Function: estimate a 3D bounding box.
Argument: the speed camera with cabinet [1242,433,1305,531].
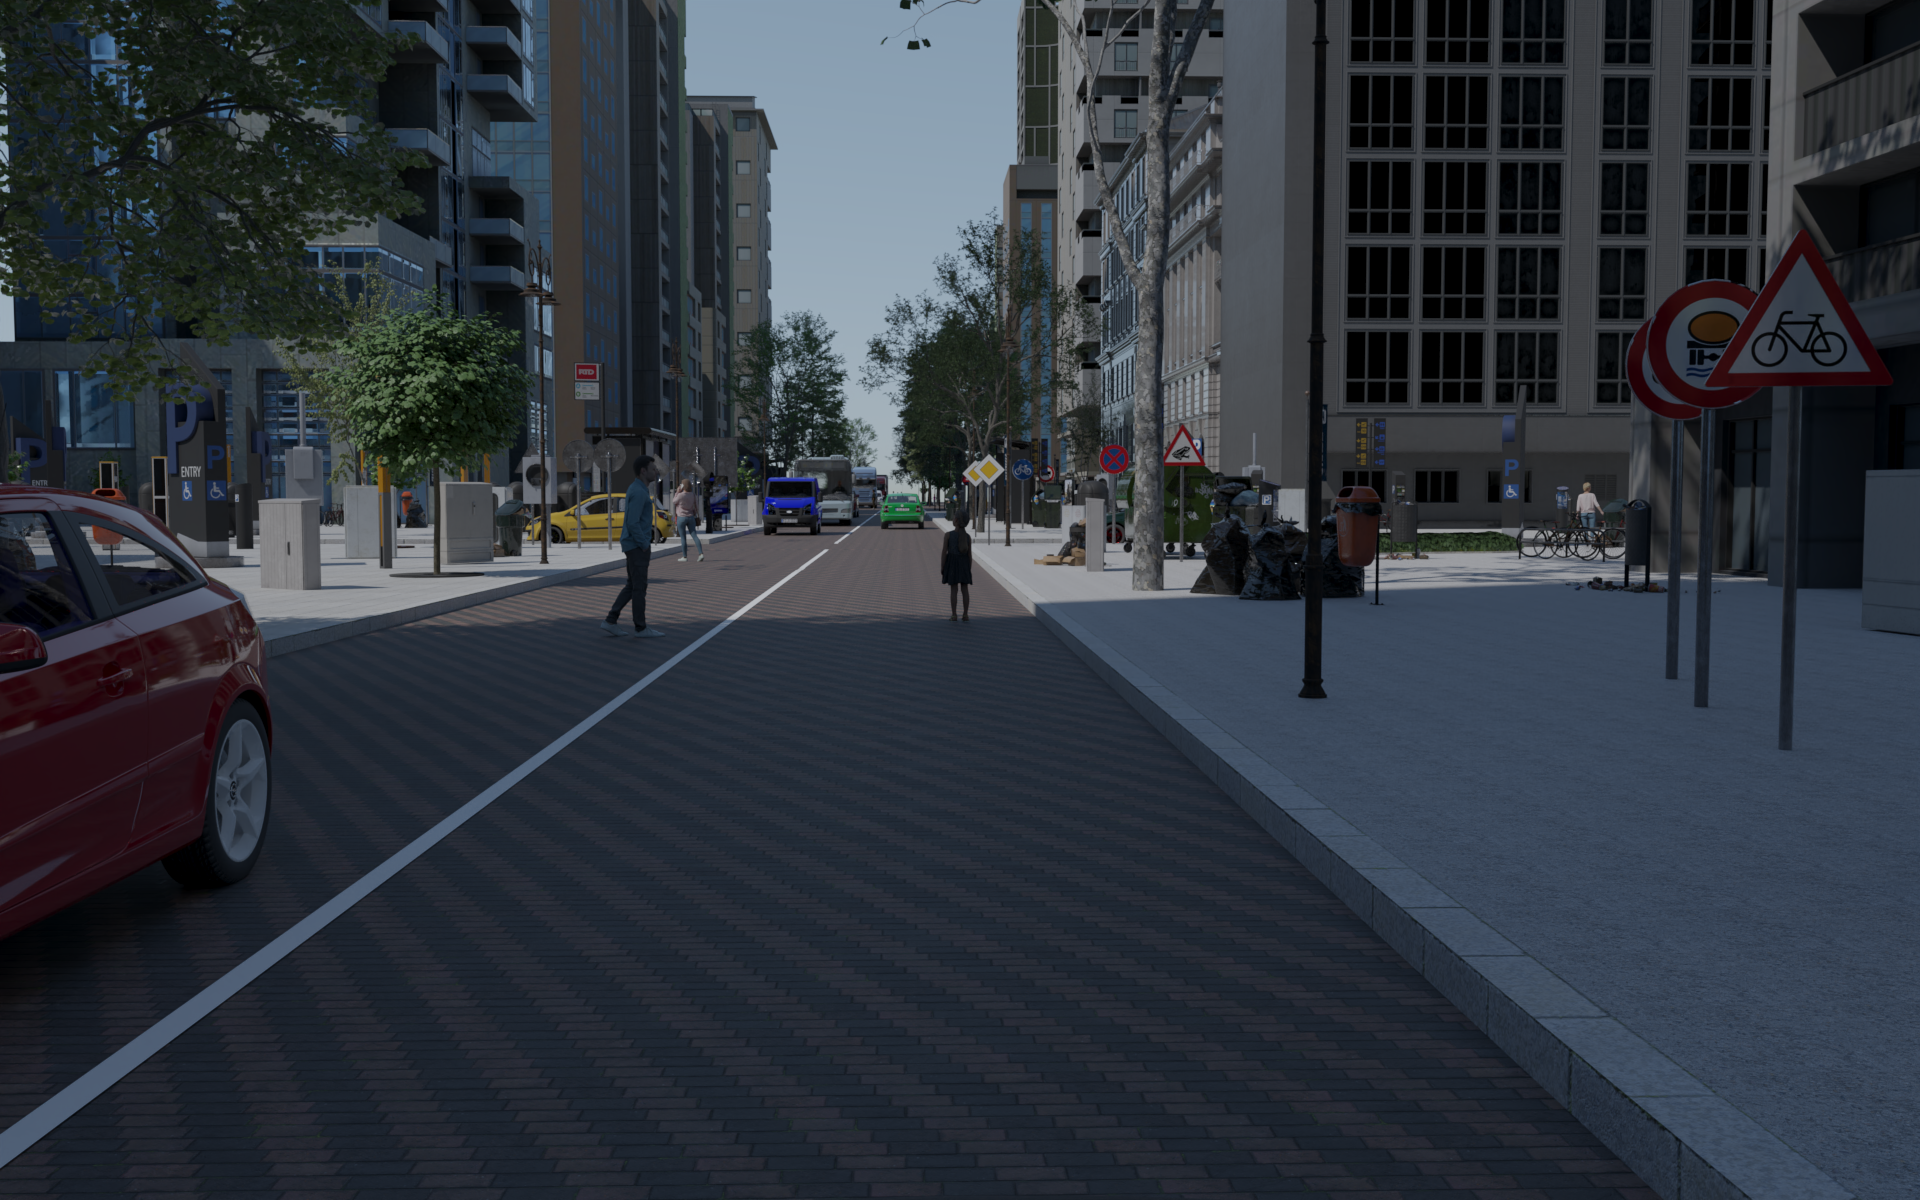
[{"bbox_3d":[10.233,-3.790,56.298,2.038,3.252,0.660,0,4,2],"label":"speed camera with cabinet"}]

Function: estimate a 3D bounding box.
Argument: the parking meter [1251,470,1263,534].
[{"bbox_3d":[7.174,-2.212,41.877,0.255,1.863,0.399,1,4,17],"label":"parking meter"}]

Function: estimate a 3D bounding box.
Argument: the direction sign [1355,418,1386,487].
[{"bbox_3d":[12.253,-3.654,51.748,0.876,3.537,0.379,0,4,5],"label":"direction sign"}]

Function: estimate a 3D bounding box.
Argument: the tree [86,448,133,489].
[{"bbox_3d":[-34.537,-4.652,70.667,1.663,3.219,1.824,0,3,0],"label":"tree"}]

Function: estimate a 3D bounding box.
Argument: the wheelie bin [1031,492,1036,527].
[{"bbox_3d":[3.096,-3.625,67.169,0.693,1.594,0.980,0,4,2],"label":"wheelie bin"}]

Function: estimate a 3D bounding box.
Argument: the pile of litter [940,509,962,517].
[{"bbox_3d":[-0.251,-5.151,98.175,1.719,0.858,1.176,2,4,33],"label":"pile of litter"}]

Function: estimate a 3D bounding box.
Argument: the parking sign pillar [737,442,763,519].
[{"bbox_3d":[-10.659,-6.060,87.556,1.447,3.967,1.447,-2,4,-24],"label":"parking sign pillar"}]

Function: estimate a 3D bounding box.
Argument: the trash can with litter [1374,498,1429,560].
[{"bbox_3d":[8.357,-1.417,34.224,2.233,1.210,1.678,0,4,-2],"label":"trash can with litter"}]

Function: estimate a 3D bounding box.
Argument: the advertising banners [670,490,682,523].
[{"bbox_3d":[-11.308,-4.470,69.275,2.074,3.025,0.090,2,4,35],"label":"advertising banners"}]

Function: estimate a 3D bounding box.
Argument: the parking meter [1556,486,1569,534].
[{"bbox_3d":[19.497,-2.915,56.074,0.372,1.533,0.369,0,3,0],"label":"parking meter"}]

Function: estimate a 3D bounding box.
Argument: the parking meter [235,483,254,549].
[{"bbox_3d":[-16.690,-1.956,40.392,0.372,1.533,0.369,0,3,0],"label":"parking meter"}]

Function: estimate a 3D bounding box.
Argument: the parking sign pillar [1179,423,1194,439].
[{"bbox_3d":[8.464,-4.679,64.975,1.447,3.967,1.447,-1,4,-22],"label":"parking sign pillar"}]

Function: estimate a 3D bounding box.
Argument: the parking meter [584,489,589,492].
[{"bbox_3d":[-19.571,-5.028,90.621,0.372,1.533,0.369,0,3,0],"label":"parking meter"}]

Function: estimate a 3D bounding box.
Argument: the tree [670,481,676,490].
[{"bbox_3d":[-18.927,-7.374,115.170,1.663,3.219,1.824,0,3,0],"label":"tree"}]

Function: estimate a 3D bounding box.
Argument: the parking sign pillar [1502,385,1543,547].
[{"bbox_3d":[13.582,-3.302,42.464,1.447,3.967,1.447,1,4,23],"label":"parking sign pillar"}]

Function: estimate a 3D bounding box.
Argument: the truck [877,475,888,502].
[{"bbox_3d":[-11.808,-16.053,251.387,2.839,4.237,11.283,0,4,0],"label":"truck"}]

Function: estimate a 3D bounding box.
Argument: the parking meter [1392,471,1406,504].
[{"bbox_3d":[11.138,-2.342,44.008,0.255,1.863,0.399,0,4,-2],"label":"parking meter"}]

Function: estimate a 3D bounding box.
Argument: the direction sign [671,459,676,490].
[{"bbox_3d":[-18.818,-7.392,112.851,0.379,3.537,0.876,3,5,43],"label":"direction sign"}]

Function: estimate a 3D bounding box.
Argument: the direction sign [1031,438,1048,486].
[{"bbox_3d":[3.233,-4.800,70.485,0.876,3.537,0.379,-3,4,-38],"label":"direction sign"}]

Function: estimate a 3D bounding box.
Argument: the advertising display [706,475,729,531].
[{"bbox_3d":[-8.401,-3.345,59.911,0.123,1.923,0.974,3,4,38],"label":"advertising display"}]

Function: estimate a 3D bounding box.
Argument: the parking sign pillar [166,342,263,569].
[{"bbox_3d":[-13.356,-2.560,30.326,1.447,3.967,1.447,3,5,39],"label":"parking sign pillar"}]

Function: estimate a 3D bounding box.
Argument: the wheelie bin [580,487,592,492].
[{"bbox_3d":[-16.204,-3.995,73.224,0.980,1.594,0.693,1,4,11],"label":"wheelie bin"}]

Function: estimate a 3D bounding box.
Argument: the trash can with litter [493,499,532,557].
[{"bbox_3d":[-9.308,-1.472,35.449,0.624,1.170,1.055,1,4,22],"label":"trash can with litter"}]

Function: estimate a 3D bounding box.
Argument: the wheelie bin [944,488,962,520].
[{"bbox_3d":[-0.340,-4.740,85.406,0.693,1.594,0.980,-2,4,-34],"label":"wheelie bin"}]

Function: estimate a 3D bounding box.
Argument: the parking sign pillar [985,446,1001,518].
[{"bbox_3d":[1.994,-6.405,93.186,1.447,3.967,1.447,-1,4,-11],"label":"parking sign pillar"}]

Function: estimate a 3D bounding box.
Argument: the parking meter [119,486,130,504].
[{"bbox_3d":[-25.264,-2.683,52.283,0.372,1.533,0.369,0,3,0],"label":"parking meter"}]

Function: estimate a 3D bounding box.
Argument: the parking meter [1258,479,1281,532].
[{"bbox_3d":[5.188,-1.261,29.035,0.372,1.533,0.369,0,3,0],"label":"parking meter"}]

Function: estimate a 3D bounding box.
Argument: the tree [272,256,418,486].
[{"bbox_3d":[-18.518,-6.274,52.945,4.737,8.622,4.395,0,3,0],"label":"tree"}]

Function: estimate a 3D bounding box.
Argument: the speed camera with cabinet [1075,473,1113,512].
[{"bbox_3d":[6.025,-5.123,78.102,2.038,3.252,0.660,3,5,41],"label":"speed camera with cabinet"}]

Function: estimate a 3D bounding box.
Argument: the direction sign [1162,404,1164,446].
[{"bbox_3d":[4.759,-3.128,43.146,0.876,3.537,0.379,-3,5,-41],"label":"direction sign"}]

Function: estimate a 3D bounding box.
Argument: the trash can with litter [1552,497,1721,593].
[{"bbox_3d":[8.997,-0.748,23.292,1.678,1.210,2.233,-1,4,-9],"label":"trash can with litter"}]

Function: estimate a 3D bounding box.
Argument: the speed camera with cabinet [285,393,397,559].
[{"bbox_3d":[-12.242,-2.444,34.290,2.038,3.252,0.660,-1,4,-18],"label":"speed camera with cabinet"}]

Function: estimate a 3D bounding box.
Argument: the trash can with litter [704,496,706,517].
[{"bbox_3d":[-14.364,-5.135,95.348,1.055,1.170,0.624,2,4,32],"label":"trash can with litter"}]

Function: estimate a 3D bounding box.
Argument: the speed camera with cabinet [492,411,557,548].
[{"bbox_3d":[-10.648,-2.860,41.089,2.038,3.252,0.660,0,4,1],"label":"speed camera with cabinet"}]

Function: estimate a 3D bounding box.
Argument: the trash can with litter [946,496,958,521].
[{"bbox_3d":[-0.139,-4.265,81.122,1.055,1.170,0.624,1,4,22],"label":"trash can with litter"}]

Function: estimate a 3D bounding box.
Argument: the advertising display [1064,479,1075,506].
[{"bbox_3d":[4.591,-4.124,72.644,0.123,1.923,0.974,-1,4,-15],"label":"advertising display"}]

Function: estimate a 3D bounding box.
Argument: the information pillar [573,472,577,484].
[{"bbox_3d":[-19.836,-5.998,89.421,0.183,3.616,0.504,1,4,14],"label":"information pillar"}]

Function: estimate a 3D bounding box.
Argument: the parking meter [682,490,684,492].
[{"bbox_3d":[-13.192,-4.749,83.360,0.399,1.863,0.255,1,4,20],"label":"parking meter"}]

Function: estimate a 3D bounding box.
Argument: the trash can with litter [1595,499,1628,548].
[{"bbox_3d":[15.629,-1.839,41.458,0.624,1.170,1.055,3,5,45],"label":"trash can with litter"}]

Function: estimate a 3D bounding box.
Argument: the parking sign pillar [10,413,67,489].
[{"bbox_3d":[-32.279,-4.395,60.329,1.447,3.967,1.447,2,4,30],"label":"parking sign pillar"}]

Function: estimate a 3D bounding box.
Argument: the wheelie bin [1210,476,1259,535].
[{"bbox_3d":[4.824,-1.378,30.435,0.980,1.594,0.693,2,4,25],"label":"wheelie bin"}]

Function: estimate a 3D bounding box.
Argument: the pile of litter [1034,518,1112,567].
[{"bbox_3d":[2.020,-1.058,31.258,1.176,0.858,1.719,-1,4,-21],"label":"pile of litter"}]

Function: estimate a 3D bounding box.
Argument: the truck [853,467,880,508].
[{"bbox_3d":[-9.753,-11.538,178.401,2.967,4.110,18.799,0,4,-3],"label":"truck"}]

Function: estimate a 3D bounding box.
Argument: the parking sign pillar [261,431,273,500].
[{"bbox_3d":[-21.895,-4.017,54.150,1.447,3.967,1.447,0,4,-7],"label":"parking sign pillar"}]

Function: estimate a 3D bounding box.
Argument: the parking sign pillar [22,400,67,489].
[{"bbox_3d":[-26.258,-3.785,50.352,1.447,3.967,1.447,-2,4,-24],"label":"parking sign pillar"}]

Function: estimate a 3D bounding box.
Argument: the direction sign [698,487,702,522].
[{"bbox_3d":[-12.170,-5.412,80.478,0.876,3.537,0.379,-3,5,-45],"label":"direction sign"}]

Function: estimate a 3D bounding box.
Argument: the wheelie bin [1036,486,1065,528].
[{"bbox_3d":[3.438,-3.479,64.783,0.980,1.594,0.693,0,4,3],"label":"wheelie bin"}]
